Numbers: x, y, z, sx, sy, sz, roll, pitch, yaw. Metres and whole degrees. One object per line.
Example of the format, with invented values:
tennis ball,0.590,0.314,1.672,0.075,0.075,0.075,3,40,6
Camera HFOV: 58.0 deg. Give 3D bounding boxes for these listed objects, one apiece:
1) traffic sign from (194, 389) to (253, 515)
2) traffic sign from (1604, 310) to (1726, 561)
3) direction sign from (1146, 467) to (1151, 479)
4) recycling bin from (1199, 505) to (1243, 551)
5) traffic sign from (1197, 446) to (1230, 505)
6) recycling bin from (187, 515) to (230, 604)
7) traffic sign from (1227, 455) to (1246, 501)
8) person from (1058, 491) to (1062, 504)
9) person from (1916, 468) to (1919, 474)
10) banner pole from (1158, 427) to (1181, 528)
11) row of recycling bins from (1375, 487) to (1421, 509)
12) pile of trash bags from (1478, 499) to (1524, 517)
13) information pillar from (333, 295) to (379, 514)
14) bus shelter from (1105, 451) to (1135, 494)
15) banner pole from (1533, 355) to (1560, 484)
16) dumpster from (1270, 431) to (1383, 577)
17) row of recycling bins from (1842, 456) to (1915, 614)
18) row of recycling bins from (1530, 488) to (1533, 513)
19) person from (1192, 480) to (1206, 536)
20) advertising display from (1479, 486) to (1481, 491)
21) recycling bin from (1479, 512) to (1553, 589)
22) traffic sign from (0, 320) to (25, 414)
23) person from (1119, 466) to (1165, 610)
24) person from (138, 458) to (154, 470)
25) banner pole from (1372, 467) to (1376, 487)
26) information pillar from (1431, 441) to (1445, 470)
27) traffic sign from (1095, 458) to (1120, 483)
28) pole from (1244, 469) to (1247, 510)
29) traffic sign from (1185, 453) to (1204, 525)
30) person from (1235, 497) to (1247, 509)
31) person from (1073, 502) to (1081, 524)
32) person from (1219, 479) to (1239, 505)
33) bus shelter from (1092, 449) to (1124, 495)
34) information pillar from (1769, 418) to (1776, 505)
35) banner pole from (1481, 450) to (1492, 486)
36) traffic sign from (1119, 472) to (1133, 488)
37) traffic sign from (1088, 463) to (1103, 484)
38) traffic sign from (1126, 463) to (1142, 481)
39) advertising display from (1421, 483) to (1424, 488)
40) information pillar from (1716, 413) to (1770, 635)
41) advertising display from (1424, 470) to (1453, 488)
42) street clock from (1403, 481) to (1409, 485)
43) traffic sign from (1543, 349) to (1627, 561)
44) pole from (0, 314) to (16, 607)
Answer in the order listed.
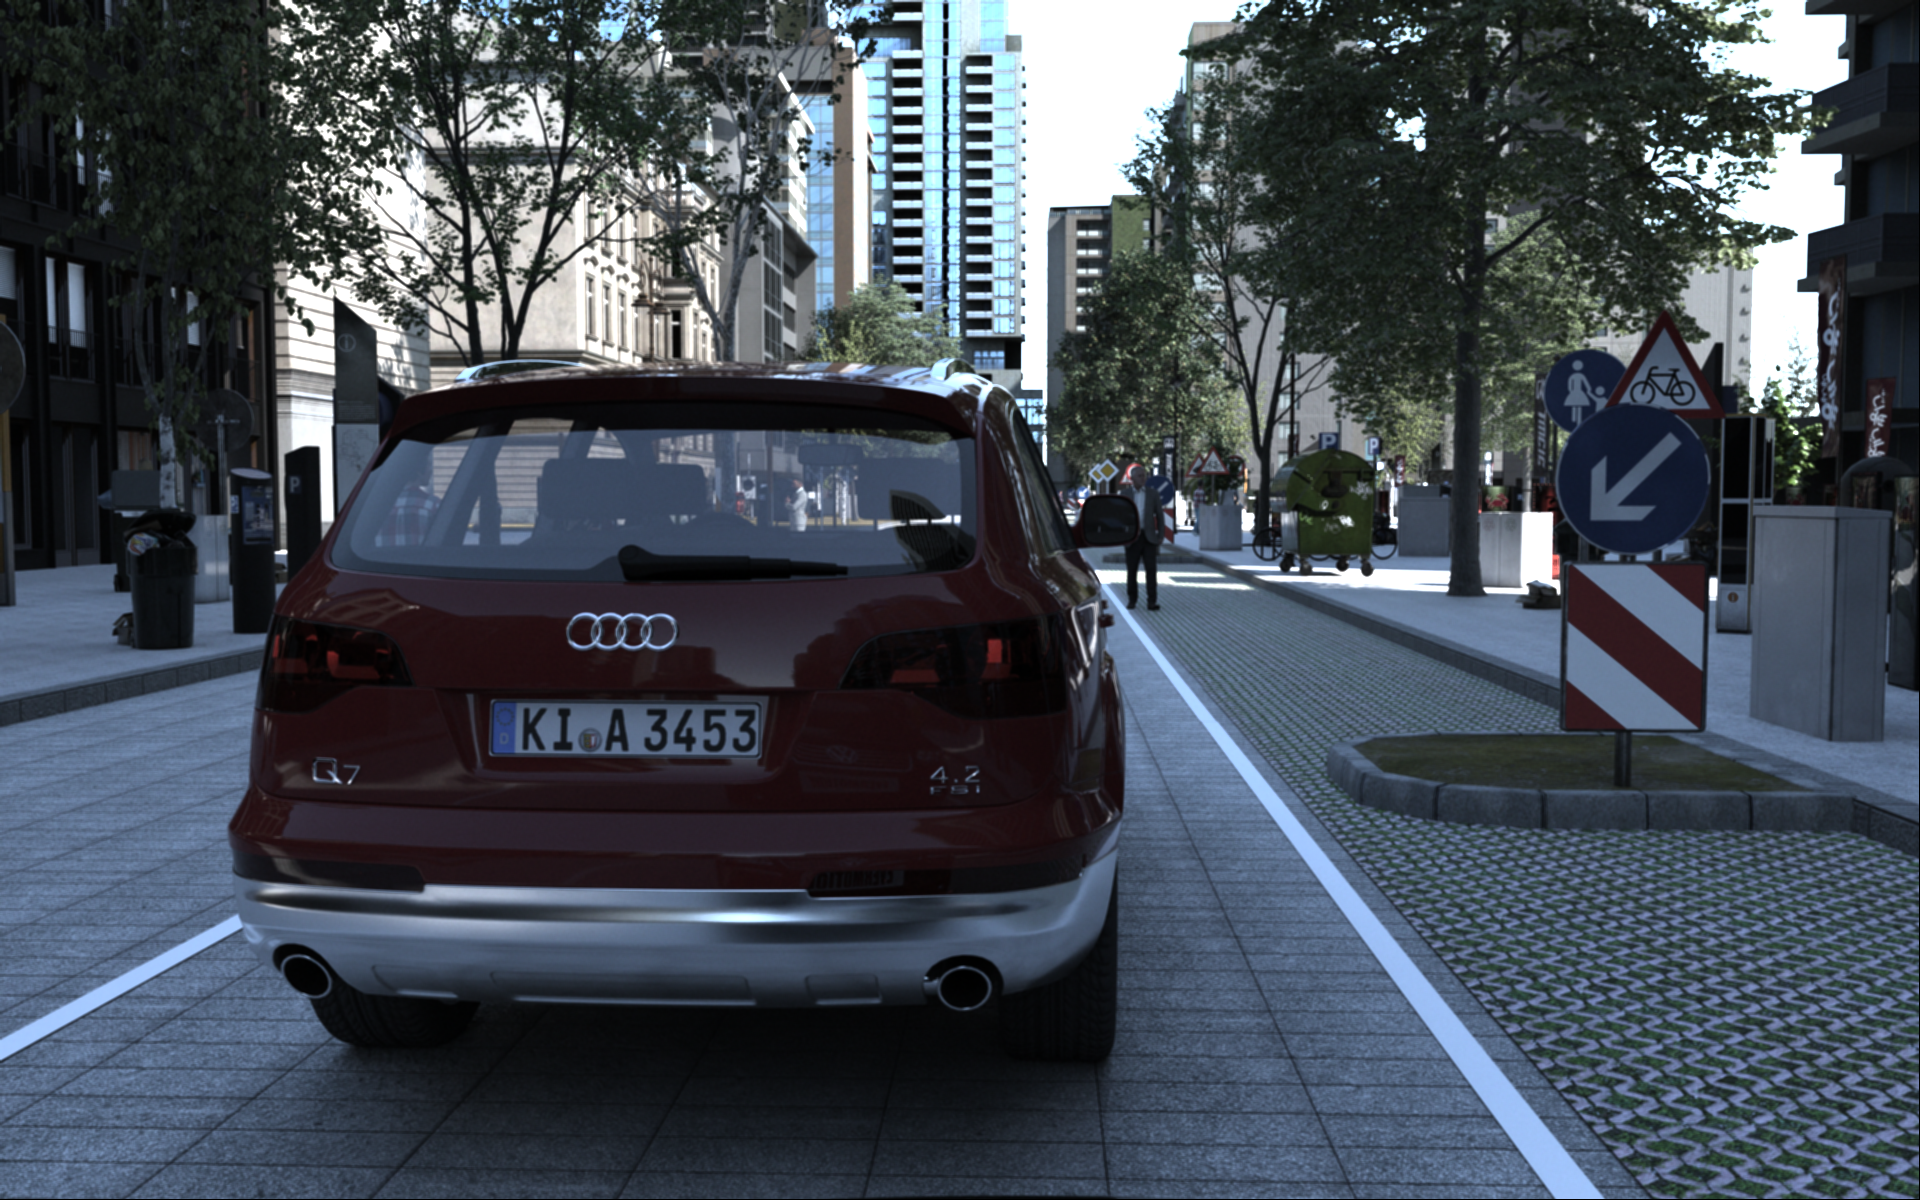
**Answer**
traffic sign,-8.910,-1.275,20.948,0.768,2.556,0.104,0,4,7
traffic sign,4.982,-0.755,12.352,0.884,2.594,0.081,0,4,3
direction sign,14.212,-8.606,132.699,0.876,3.537,0.379,3,4,38
recycling bin,5.950,-1.648,39.503,0.722,1.027,0.722,-2,4,-30
traffic sign,6.810,-2.853,46.649,0.884,2.594,0.081,1,4,8
recycling bin,-9.164,-0.488,20.532,0.722,1.027,0.722,0,4,2
traffic sign,8.965,-3.467,56.783,0.768,2.556,0.104,0,4,7
person,8.976,-8.912,155.132,0.541,1.710,0.530,-3,4,-38
person,16.907,-1.453,30.156,0.532,1.782,0.716,1,4,14
banner pole,7.965,-4.572,64.766,0.863,3.779,0.401,2,4,25
row of recycling bins,26.440,-5.947,104.342,3.534,1.692,1.069,-1,4,-11
pile of trash bags,16.183,-2.776,55.144,3.447,1.369,1.912,0,4,1
information pillar,-7.140,-1.782,20.497,0.504,3.616,0.183,-1,4,-11
bus shelter,9.071,-6.503,97.605,1.731,3.624,6.357,0,4,2
banner pole,10.636,-2.531,31.395,0.401,3.779,0.863,-1,4,-17
dumpster,5.815,-1.535,27.591,1.502,2.255,1.985,0,4,3
row of recycling bins,11.244,-0.685,18.317,3.534,1.692,1.069,2,4,25
row of recycling bins,40.188,-6.791,118.143,3.534,1.692,1.069,-2,4,-25
person,7.290,-2.817,52.940,0.643,1.720,0.563,-1,4,-20
advertising display,39.213,-7.708,131.243,0.974,1.923,0.123,3,5,41
recycling bin,7.662,-0.693,23.892,0.722,1.027,0.722,-3,4,-38
traffic sign,-6.897,-0.734,12.105,0.768,2.556,0.104,0,4,5
person,2.231,-0.764,21.388,0.661,1.777,0.834,0,4,-7
person,-11.781,-1.187,25.662,0.699,1.804,1.509,0,4,8
banner pole,27.478,-7.680,115.584,0.863,3.779,0.401,2,4,26
information pillar,21.207,-5.246,77.131,0.183,3.616,0.504,-3,5,-41
traffic sign,4.829,-3.321,56.492,0.795,2.593,0.064,0,4,2
pole,22.981,-8.910,139.514,0.158,3.312,0.155,0,3,0
traffic sign,7.485,-3.321,54.306,0.884,2.594,0.081,0,4,6
person,16.308,-5.507,101.577,1.012,1.151,0.738,1,4,8
person,3.345,-2.118,48.140,0.382,1.210,0.505,-2,4,-33
person,8.406,-2.949,54.103,0.661,1.843,0.795,0,4,-5
bus shelter,9.853,-8.358,114.282,2.179,5.291,8.768,0,4,2
information pillar,7.697,-0.758,16.892,0.304,2.012,0.304,-2,4,-28
banner pole,26.301,-5.912,86.685,0.863,3.779,0.401,-2,4,-28
traffic sign,8.734,-5.530,90.423,0.884,2.594,0.081,1,4,11
traffic sign,5.164,-3.809,64.470,0.795,2.593,0.064,0,4,2
traffic sign,7.232,-4.369,71.531,0.768,2.556,0.104,0,4,8
advertising display,26.232,-5.666,97.854,0.123,1.923,0.974,2,4,29
information pillar,7.187,-0.700,15.935,0.304,2.012,0.304,3,5,45
advertising display,12.817,-2.487,45.869,0.123,1.923,0.974,-3,5,-41
street clock,27.398,-6.233,106.478,0.471,2.002,0.358,-3,5,-45
traffic sign,5.525,-0.930,15.310,0.768,2.556,0.104,1,4,9
pole,-10.913,-1.581,19.701,0.158,3.312,0.155,0,3,0
